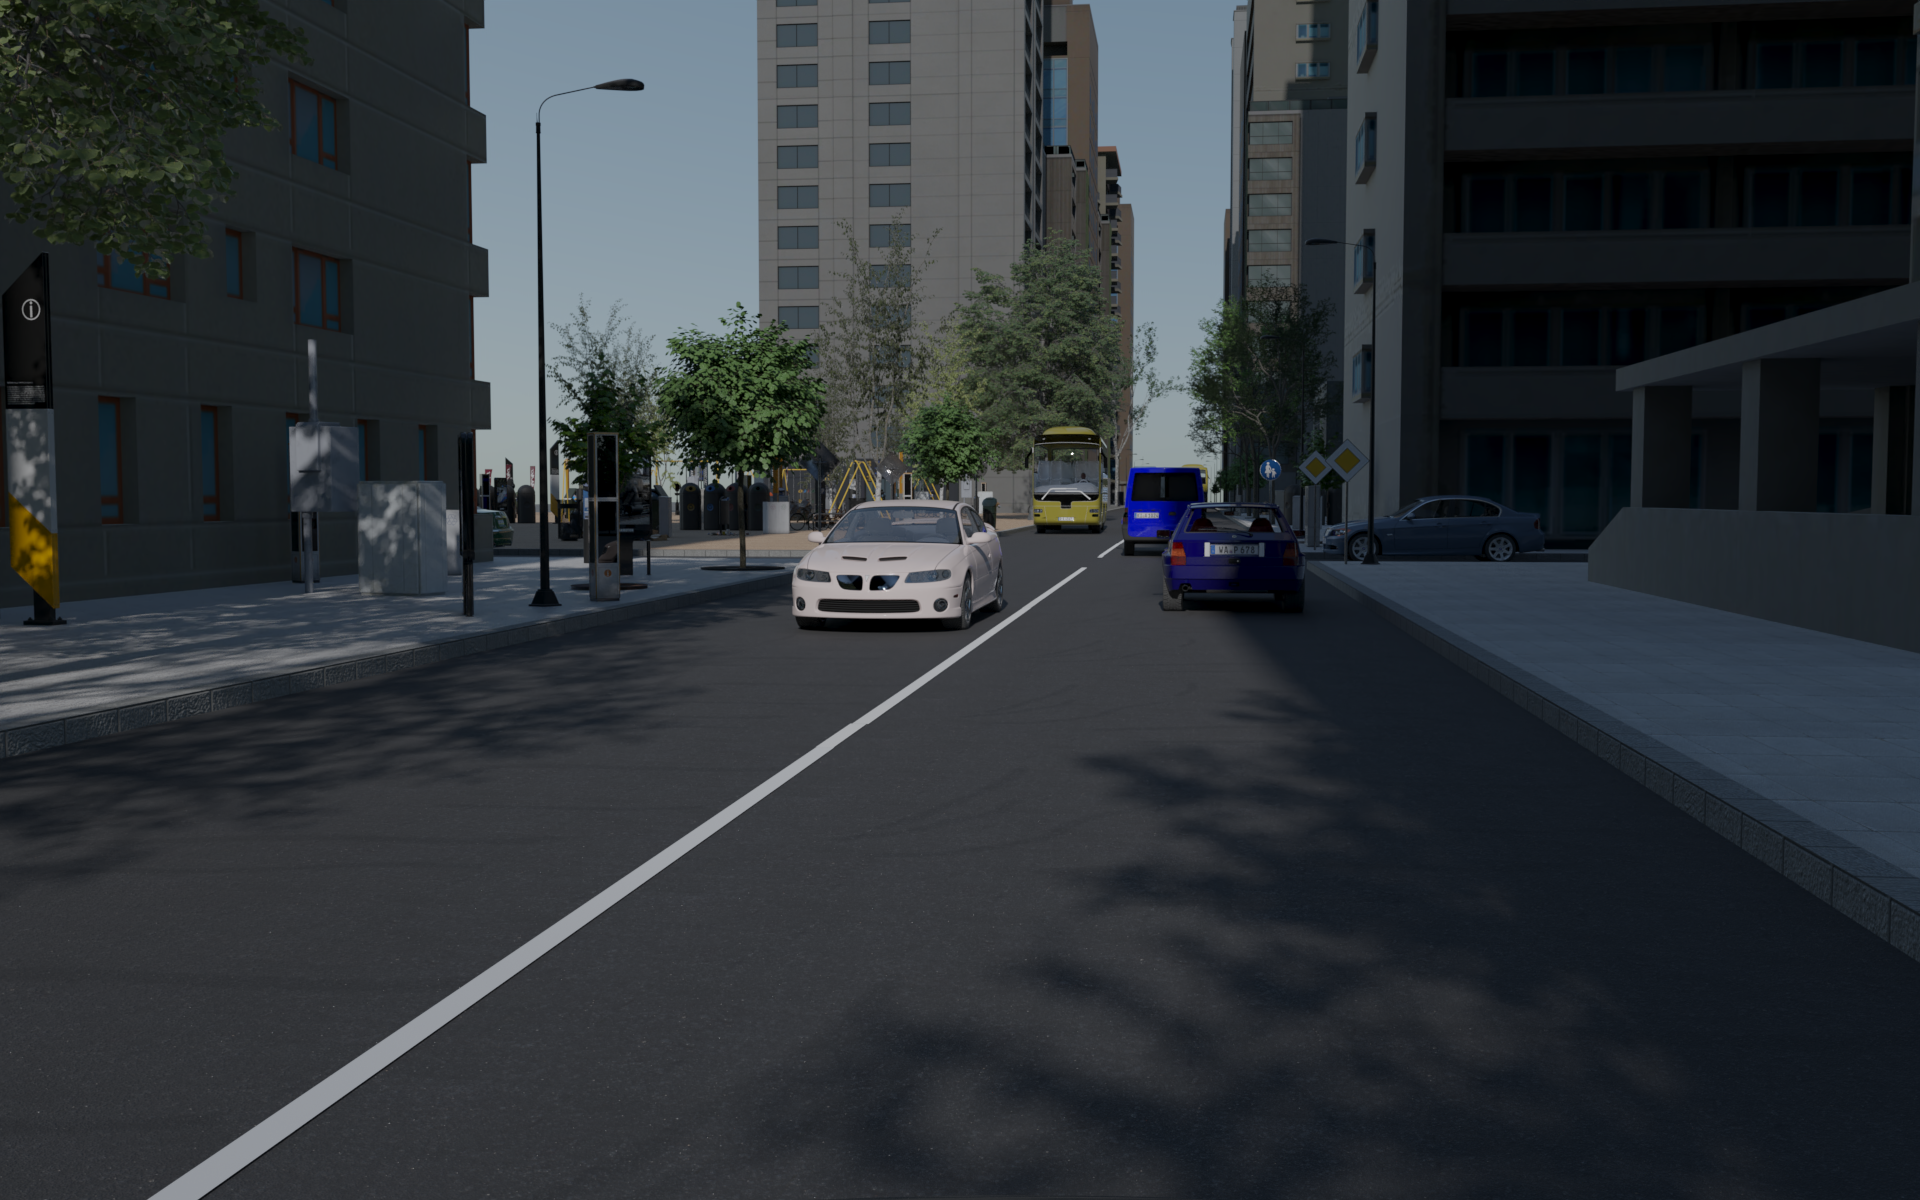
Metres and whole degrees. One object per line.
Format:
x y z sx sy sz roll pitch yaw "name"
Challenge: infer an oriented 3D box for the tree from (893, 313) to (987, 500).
-0.809 -7.373 70.909 4.737 8.622 4.395 0 3 0 "tree"

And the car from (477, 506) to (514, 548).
-12.514 -1.650 38.778 4.920 1.459 2.131 0 4 6 "car"

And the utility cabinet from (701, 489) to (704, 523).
-11.170 -4.129 76.193 1.173 1.500 0.318 -3 4 -39 "utility cabinet"

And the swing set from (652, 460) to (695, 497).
-12.611 -5.091 80.863 3.119 2.851 2.862 -1 4 -12 "swing set"

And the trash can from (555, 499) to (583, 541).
-10.679 -2.181 47.309 0.748 1.137 0.748 0 3 0 "trash can"

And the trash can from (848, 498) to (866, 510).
-4.004 -3.416 67.497 0.748 1.137 0.748 0 3 0 "trash can"

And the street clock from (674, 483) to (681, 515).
-17.374 -6.227 106.381 0.471 2.002 0.358 -3 5 -42 "street clock"

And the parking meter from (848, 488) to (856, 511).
-4.882 -4.280 78.381 0.372 1.533 0.369 0 3 0 "parking meter"

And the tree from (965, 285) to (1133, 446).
4.844 -11.448 97.545 12.009 13.543 11.850 0 3 0 "tree"

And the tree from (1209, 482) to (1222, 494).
35.662 -15.182 242.828 1.663 3.219 1.824 0 3 0 "tree"

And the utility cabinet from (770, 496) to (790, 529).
-6.847 -3.252 64.327 1.020 1.237 0.306 0 4 5 "utility cabinet"

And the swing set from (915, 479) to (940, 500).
-2.477 -7.036 112.663 2.862 2.851 3.119 -1 4 -9 "swing set"

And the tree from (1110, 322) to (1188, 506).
18.485 -20.413 189.649 12.611 20.169 13.585 0 3 0 "tree"

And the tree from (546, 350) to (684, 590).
-4.878 -1.768 23.501 1.663 3.219 1.824 0 3 0 "tree"

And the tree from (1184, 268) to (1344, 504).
12.882 -8.438 72.374 8.767 10.594 7.601 3 5 45 "tree"

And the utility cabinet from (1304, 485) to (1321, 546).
8.629 -2.066 42.465 0.318 1.500 1.173 0 4 8 "utility cabinet"

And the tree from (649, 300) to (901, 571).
-3.703 -2.804 29.557 4.285 4.588 4.351 0 3 0 "tree"

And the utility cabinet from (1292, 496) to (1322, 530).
12.575 -3.154 62.734 1.020 1.237 0.306 2 4 27 "utility cabinet"

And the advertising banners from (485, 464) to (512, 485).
-26.880 -6.425 101.236 0.090 3.025 2.074 2 4 27 "advertising banners"

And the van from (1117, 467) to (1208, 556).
4.889 -2.280 41.664 2.240 2.365 5.245 0 4 6 "van"

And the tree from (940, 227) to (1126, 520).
3.684 -10.891 84.720 9.857 13.997 8.962 0 3 0 "tree"

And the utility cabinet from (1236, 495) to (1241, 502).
16.370 -5.547 101.855 0.306 1.237 1.020 1 4 12 "utility cabinet"

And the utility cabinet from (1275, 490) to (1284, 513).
19.405 -5.815 103.759 1.173 1.500 0.318 2 4 28 "utility cabinet"

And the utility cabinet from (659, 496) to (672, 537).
-8.728 -2.461 51.397 0.306 1.237 1.020 0 4 -4 "utility cabinet"

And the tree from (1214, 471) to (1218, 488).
30.575 -13.076 197.499 4.285 4.588 4.351 0 3 0 "tree"

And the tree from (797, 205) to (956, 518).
-2.126 -5.780 44.857 4.360 8.622 3.978 0 3 0 "tree"

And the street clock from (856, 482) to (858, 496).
-6.270 -6.087 104.095 0.358 2.002 0.471 -1 4 -9 "street clock"

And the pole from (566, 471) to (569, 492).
-22.570 -6.469 99.604 0.158 3.312 0.155 0 3 0 "pole"

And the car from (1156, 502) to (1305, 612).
3.508 -0.601 22.414 1.945 1.354 3.894 0 4 8 "car"

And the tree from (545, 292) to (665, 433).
-13.292 -6.967 64.267 4.360 8.622 3.978 0 3 0 "tree"

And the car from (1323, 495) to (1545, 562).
9.918 -1.494 36.437 4.499 1.417 2.014 0 4 6 "car"

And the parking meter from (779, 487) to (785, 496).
-6.874 -3.536 66.220 0.372 1.533 0.369 0 3 0 "parking meter"

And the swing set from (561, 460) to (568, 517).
-16.692 -5.041 80.042 3.119 2.851 2.862 0 4 -6 "swing set"

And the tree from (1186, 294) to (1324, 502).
15.404 -10.087 90.672 9.928 11.665 9.643 0 3 0 "tree"

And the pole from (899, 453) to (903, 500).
-2.864 -5.511 83.954 0.158 3.312 0.155 0 3 0 "pole"

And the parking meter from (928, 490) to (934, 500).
-1.941 -6.553 115.559 0.372 1.533 0.369 0 3 0 "parking meter"

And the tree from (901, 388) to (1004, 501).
-0.455 -4.275 53.609 4.285 4.588 4.351 0 3 0 "tree"

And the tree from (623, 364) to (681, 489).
-16.920 -8.977 97.136 4.737 8.622 4.395 0 3 0 "tree"

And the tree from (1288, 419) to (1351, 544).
9.283 -3.070 44.795 1.663 3.219 1.824 0 3 0 "tree"

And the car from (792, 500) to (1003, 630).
-0.603 -0.460 19.886 2.083 1.381 4.827 1 4 8 "car"

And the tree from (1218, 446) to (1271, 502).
20.001 -8.252 118.639 4.285 4.588 4.351 0 3 0 "tree"

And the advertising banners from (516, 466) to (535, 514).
-27.093 -6.835 107.937 2.074 3.025 0.090 3 5 39 "advertising banners"

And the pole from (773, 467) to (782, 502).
-6.131 -3.902 57.634 0.158 3.312 0.155 0 3 0 "pole"

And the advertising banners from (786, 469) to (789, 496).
-7.577 -4.893 76.195 0.090 3.025 2.074 0 4 -4 "advertising banners"

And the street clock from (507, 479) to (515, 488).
-21.401 -4.766 82.498 0.358 2.002 0.471 0 4 -2 "street clock"

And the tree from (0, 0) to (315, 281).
-6.381 -5.654 10.567 7.486 12.596 7.792 0 3 0 "tree"
